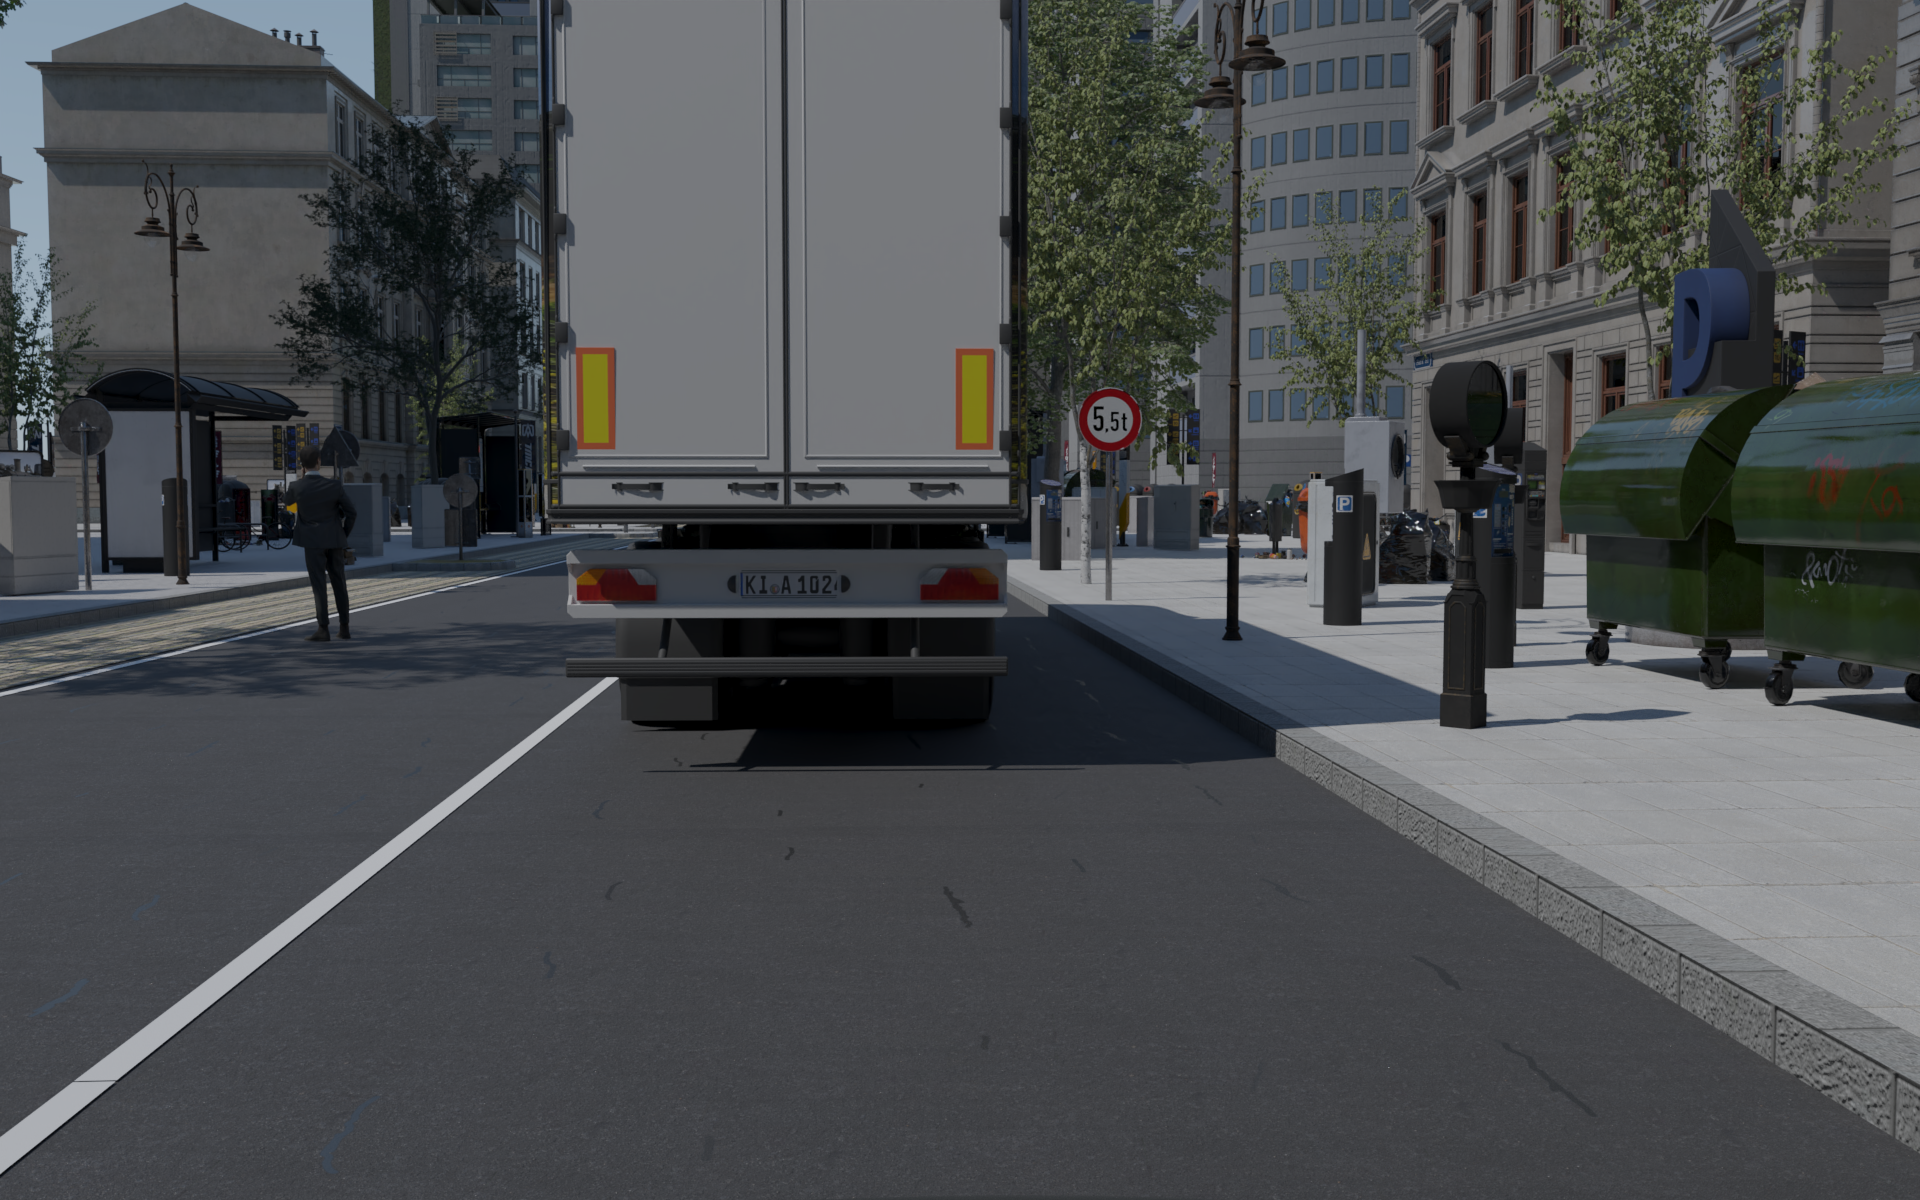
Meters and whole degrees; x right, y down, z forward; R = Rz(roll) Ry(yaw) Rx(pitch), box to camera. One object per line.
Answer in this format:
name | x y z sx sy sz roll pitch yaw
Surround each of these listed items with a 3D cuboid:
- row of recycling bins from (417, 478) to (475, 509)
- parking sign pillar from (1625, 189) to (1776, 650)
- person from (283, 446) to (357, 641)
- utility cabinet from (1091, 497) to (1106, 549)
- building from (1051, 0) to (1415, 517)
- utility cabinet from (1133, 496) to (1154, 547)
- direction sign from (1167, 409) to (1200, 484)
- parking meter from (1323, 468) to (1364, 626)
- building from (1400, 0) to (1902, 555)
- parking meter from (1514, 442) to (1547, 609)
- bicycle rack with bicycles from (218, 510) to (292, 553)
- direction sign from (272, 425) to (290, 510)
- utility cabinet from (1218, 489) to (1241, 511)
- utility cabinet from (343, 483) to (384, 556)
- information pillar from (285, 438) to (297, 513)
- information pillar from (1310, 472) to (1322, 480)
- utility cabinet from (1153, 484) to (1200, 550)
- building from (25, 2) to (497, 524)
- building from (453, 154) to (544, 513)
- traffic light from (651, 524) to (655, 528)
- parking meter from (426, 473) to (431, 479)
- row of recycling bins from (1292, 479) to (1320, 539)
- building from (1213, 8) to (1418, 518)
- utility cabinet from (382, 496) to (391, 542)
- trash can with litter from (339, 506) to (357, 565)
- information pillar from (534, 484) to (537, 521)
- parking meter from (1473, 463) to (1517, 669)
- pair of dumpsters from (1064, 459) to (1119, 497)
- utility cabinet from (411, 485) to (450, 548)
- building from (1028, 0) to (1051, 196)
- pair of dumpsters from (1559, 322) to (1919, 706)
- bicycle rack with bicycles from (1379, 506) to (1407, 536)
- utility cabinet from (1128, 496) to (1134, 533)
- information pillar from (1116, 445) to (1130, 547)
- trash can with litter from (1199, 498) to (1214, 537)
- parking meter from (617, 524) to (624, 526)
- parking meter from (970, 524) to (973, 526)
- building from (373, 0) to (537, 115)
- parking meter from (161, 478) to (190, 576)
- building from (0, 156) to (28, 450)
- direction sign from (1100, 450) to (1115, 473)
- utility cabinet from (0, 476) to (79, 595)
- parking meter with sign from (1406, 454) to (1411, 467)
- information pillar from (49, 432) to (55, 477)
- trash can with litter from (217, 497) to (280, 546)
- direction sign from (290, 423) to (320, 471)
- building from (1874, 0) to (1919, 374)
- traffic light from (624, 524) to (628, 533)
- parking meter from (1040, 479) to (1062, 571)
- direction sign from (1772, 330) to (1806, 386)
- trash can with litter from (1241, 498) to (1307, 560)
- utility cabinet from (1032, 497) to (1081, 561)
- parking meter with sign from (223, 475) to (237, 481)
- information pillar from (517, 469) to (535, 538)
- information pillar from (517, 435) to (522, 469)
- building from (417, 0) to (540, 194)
row of recycling bins | -13.326 -2.296 44.646 1.069 1.692 3.534 -2 4 -29
parking sign pillar | 6.504 -1.611 14.807 1.447 3.967 1.447 0 4 7
person | -6.280 -0.557 16.976 0.648 1.900 0.474 -3 5 -43
utility cabinet | 2.978 -1.796 40.526 1.020 1.237 0.306 -3 5 -43
building | 16.986 -35.508 122.560 21.231 58.520 28.212 0 4 -4
utility cabinet | 4.586 -1.937 42.831 0.306 1.237 1.020 1 4 16
direction sign | 5.947 -3.315 46.193 0.876 3.537 0.379 1 4 9
parking meter | 3.754 -0.523 16.959 0.372 1.533 0.369 0 3 0
building | 17.986 -12.305 37.348 11.583 22.565 21.152 0 4 -4
parking meter | 6.350 -0.834 19.345 0.255 1.863 0.399 0 4 -6
bicycle rack with bicycles | -16.844 -1.558 38.851 2.925 0.926 2.852 0 4 -2
direction sign | -22.256 -3.983 57.121 0.379 3.537 0.876 2 4 32
utility cabinet | 11.617 -4.035 74.655 1.173 1.500 0.318 -3 5 -42
utility cabinet | -12.365 -1.637 35.451 1.173 1.500 0.318 2 4 27
information pillar | -27.432 -4.868 70.950 0.504 3.616 0.183 0 4 6
information pillar | 11.995 -3.298 58.413 0.304 2.012 0.304 -1 4 -17
utility cabinet | 4.947 -1.896 39.673 0.318 1.500 1.173 -3 4 -39
building | -33.430 -16.655 91.391 14.460 24.649 34.723 0 4 -4
building | -36.343 -17.786 124.086 16.112 22.955 30.059 0 4 -4
traffic light | -11.587 -4.675 65.350 0.839 4.253 0.868 0 4 -4
parking meter | -14.833 -2.625 48.635 0.255 1.863 0.399 -1 4 -9
row of recycling bins | 10.029 -2.543 48.690 1.069 1.692 3.534 0 4 3
building | 25.274 -33.383 87.818 28.212 58.520 21.231 0 4 -4
utility cabinet | -15.847 -2.164 46.535 1.020 1.237 0.306 -1 4 -10
trash can with litter | -11.253 -1.200 31.014 0.624 1.170 1.055 0 4 2
information pillar | -20.419 -5.605 82.988 0.183 3.616 0.504 -2 4 -31
parking meter | 3.927 -0.271 12.850 0.372 1.533 0.369 0 3 0
pair of dumpsters | 3.447 -2.839 48.916 1.574 2.255 4.437 0 4 -3
utility cabinet | -12.605 -1.990 41.218 0.318 1.500 1.173 1 4 15
building | 14.555 -33.152 165.737 21.300 48.544 21.600 0 4 -4
pair of dumpsters | 5.434 -0.515 10.913 1.574 2.255 4.437 0 4 -4
bicycle rack with bicycles | 13.197 -2.361 51.986 2.925 0.926 2.852 3 5 45
utility cabinet | 5.994 -2.797 56.894 1.020 1.237 0.306 3 5 44
information pillar | 4.009 -3.114 42.269 0.183 3.616 0.504 -1 4 -18
trash can with litter | 7.199 -2.441 51.297 0.624 1.170 1.055 0 4 5
parking meter | -13.718 -3.942 70.170 0.399 1.863 0.255 1 4 8
parking meter | 0.337 -2.933 56.365 0.372 1.533 0.369 0 3 0
building | -41.973 -38.162 165.956 21.231 58.520 28.212 0 4 -4
parking meter | -12.266 -1.142 27.086 0.372 1.533 0.369 0 3 0
building | -57.975 -14.513 79.089 24.055 21.916 13.314 0 4 -4
direction sign | 6.270 -4.994 73.645 0.876 3.537 0.379 -3 5 -41
utility cabinet | -11.894 -0.832 22.274 0.318 1.500 1.173 1 4 11
parking meter with sign | 19.517 -4.932 76.896 0.543 3.016 1.738 0 4 1
information pillar | -34.245 -4.528 65.382 0.183 3.616 0.504 -1 4 -18
trash can with litter | -18.134 -1.976 43.359 2.233 1.210 1.678 1 4 18
direction sign | -20.837 -3.878 55.409 0.876 3.537 0.379 1 4 21
building | 18.936 -10.252 16.779 9.793 20.994 18.267 0 4 -4
traffic light | -11.074 -4.187 57.382 0.839 4.253 0.868 0 4 -4
parking meter | 1.526 -1.268 29.135 0.372 1.533 0.369 0 3 0
direction sign | 11.431 -1.962 24.073 0.876 3.537 0.379 -2 4 -31
trash can with litter | 6.494 -1.450 34.767 1.678 1.210 2.233 1 4 18
utility cabinet | 1.897 -1.365 33.477 1.020 1.237 0.306 0 4 3
parking meter with sign | -29.775 -4.535 70.412 1.738 3.016 0.543 -1 4 -12
information pillar | -12.744 -2.830 50.764 0.304 2.012 0.304 3 4 36
information pillar | -16.450 -4.505 65.007 0.504 3.616 0.183 -3 5 -40
building | -36.535 -28.262 145.679 14.154 41.232 14.086 0 4 -4
